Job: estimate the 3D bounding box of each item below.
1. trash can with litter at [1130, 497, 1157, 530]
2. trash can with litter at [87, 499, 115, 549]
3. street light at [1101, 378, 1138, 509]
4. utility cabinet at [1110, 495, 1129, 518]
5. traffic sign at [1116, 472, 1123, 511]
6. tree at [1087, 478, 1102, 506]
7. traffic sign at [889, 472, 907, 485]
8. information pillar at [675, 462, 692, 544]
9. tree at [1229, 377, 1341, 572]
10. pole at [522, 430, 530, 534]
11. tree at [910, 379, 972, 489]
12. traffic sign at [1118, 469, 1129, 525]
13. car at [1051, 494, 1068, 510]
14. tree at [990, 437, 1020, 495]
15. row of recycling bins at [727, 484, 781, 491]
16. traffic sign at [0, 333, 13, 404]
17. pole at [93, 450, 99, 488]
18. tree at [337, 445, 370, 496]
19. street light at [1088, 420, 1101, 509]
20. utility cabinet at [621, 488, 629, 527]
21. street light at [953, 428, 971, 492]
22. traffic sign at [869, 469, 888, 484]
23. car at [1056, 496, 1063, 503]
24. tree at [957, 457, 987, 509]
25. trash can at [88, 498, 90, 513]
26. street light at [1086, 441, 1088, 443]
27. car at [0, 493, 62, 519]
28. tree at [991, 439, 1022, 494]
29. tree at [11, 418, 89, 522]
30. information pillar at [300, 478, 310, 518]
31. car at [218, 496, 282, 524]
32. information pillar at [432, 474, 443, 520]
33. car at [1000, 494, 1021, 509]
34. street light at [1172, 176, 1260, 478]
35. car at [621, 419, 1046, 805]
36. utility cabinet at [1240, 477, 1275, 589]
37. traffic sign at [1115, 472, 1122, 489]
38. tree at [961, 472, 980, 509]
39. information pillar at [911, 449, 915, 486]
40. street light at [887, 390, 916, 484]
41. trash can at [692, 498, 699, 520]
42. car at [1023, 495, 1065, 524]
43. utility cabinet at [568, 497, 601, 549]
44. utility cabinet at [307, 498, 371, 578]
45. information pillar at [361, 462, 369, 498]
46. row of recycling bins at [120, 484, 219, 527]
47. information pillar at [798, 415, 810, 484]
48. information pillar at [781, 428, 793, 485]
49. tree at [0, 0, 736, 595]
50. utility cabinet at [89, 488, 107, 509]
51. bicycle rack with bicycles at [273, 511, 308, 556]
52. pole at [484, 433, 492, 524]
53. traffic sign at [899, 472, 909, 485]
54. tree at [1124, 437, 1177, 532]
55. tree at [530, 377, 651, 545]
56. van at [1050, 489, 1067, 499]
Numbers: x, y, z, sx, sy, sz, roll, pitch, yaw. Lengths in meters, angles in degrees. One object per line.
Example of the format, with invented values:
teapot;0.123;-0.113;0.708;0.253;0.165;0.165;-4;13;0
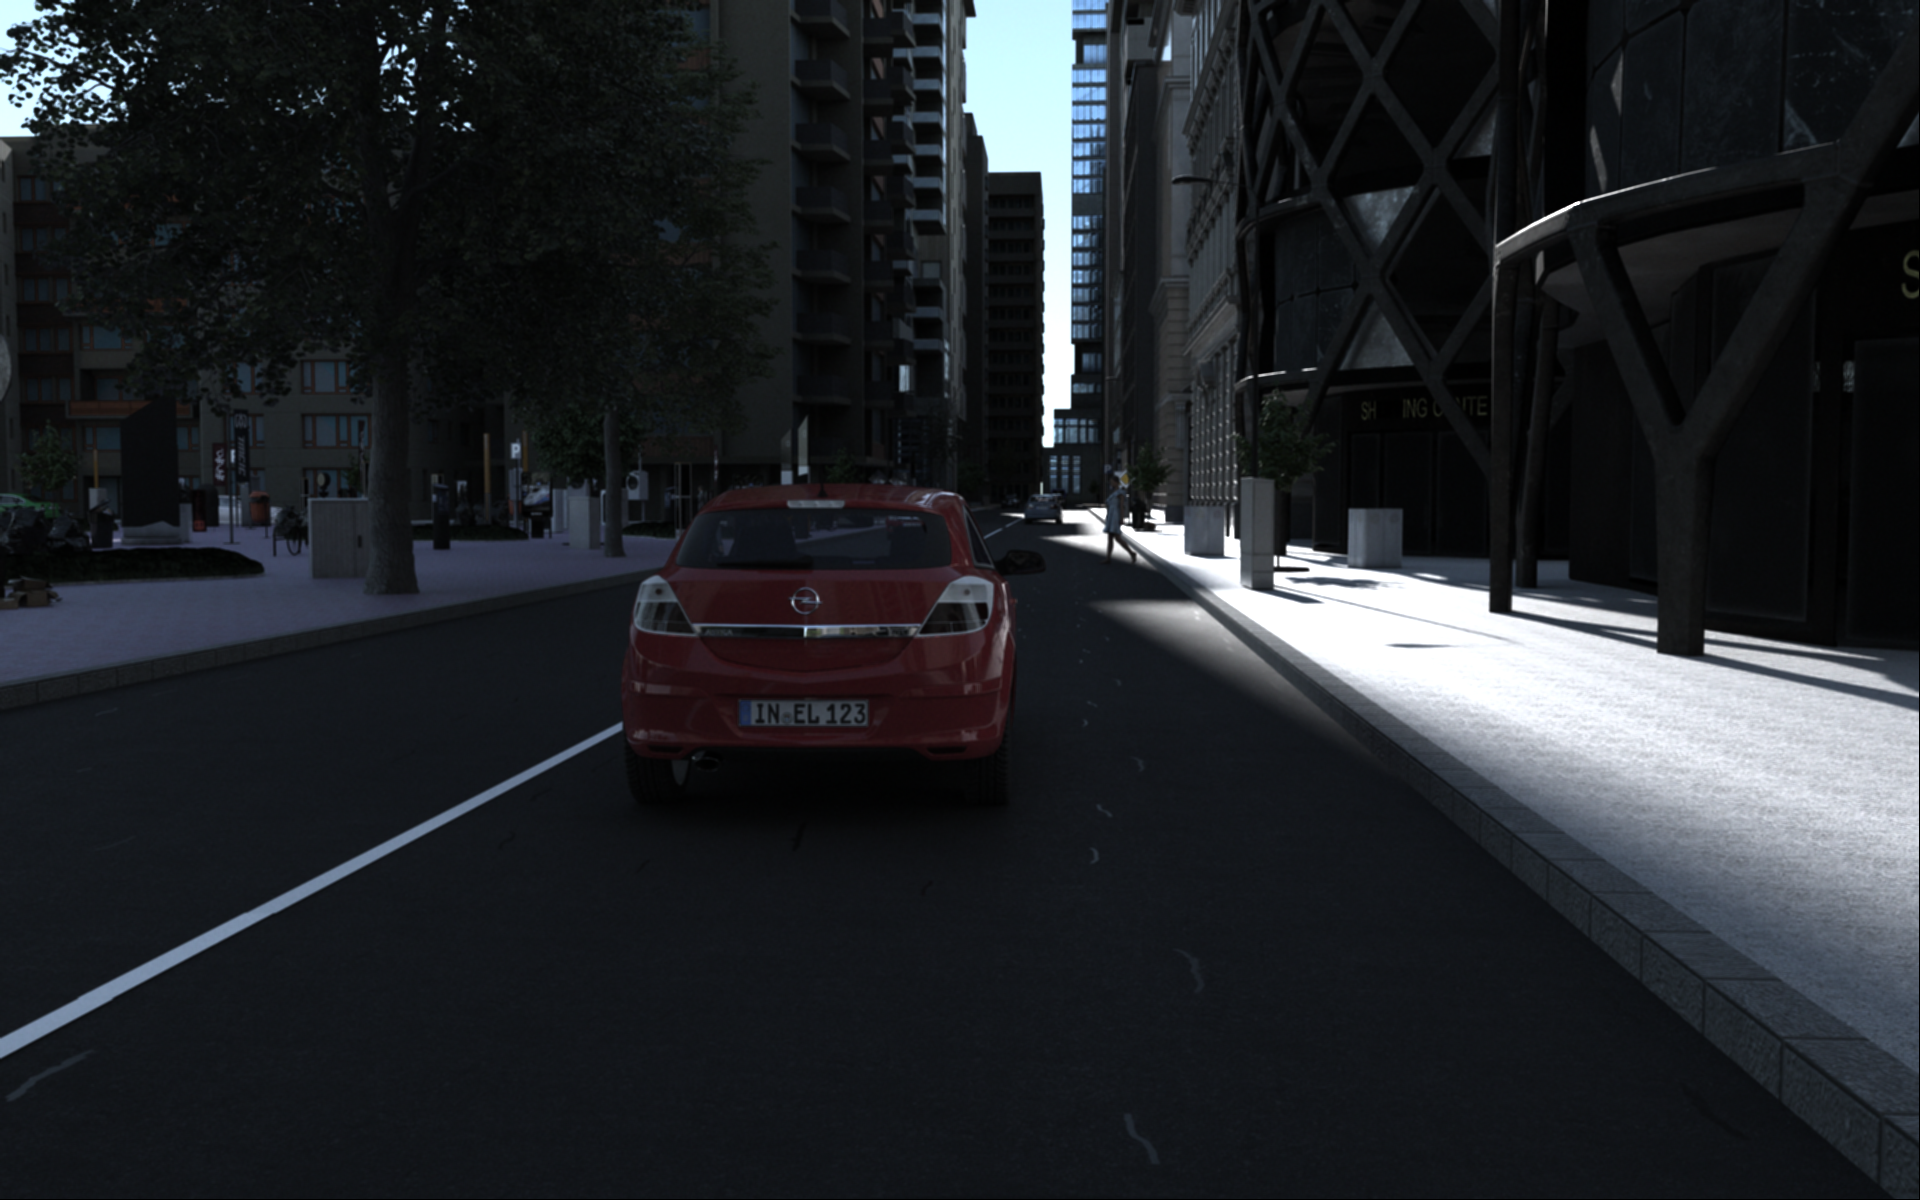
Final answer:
trash can with litter;6.630;-3.111;62.258;0.624;1.170;1.055;-3;5;-45
trash can with litter;-20.518;-1.801;40.838;1.055;1.170;0.624;-1;4;-17
street light;6.505;-5.911;69.181;1.470;5.913;1.316;0;4;4
utility cabinet;8.631;-5.034;93.475;1.020;1.237;0.306;-1;4;-16
traffic sign;7.129;-4.498;77.192;0.795;2.450;0.064;0;4;4
tree;14.867;-12.152;193.278;1.663;3.219;1.824;0;3;0
traffic sign;-2.794;-4.538;77.833;0.795;2.450;0.064;0;4;4
information pillar;-6.458;-2.199;40.448;0.304;2.012;0.304;-2;4;-30
tree;5.235;-2.104;29.000;1.663;3.219;1.824;0;3;0
pole;-13.855;-3.757;55.273;0.158;3.312;0.155;0;3;0
tree;-1.358;-9.837;111.204;4.360;8.622;3.978;0;3;0
traffic sign;6.629;-4.011;69.222;0.795;2.450;0.064;0;4;4
car;8.946;-9.188;160.010;2.009;1.686;4.222;0;4;3
tree;5.674;-16.513;220.346;4.737;8.622;4.395;0;3;0
row of recycling bins;-7.516;-3.695;67.529;3.534;1.692;1.069;-3;5;-45
traffic sign;-7.018;-0.738;12.177;0.768;2.556;0.104;0;4;7
pole;-39.645;-5.240;79.515;0.158;3.312;0.155;0;3;0
tree;-23.452;-4.513;68.389;1.663;3.219;1.824;0;3;0
street light;8.957;-8.339;108.882;1.470;5.913;1.316;0;4;4
utility cabinet;-12.378;-3.319;62.943;0.318;1.500;1.173;1;4;9
street light;0.058;-9.100;121.326;1.470;5.913;1.316;0;4;4
traffic sign;-3.294;-4.050;69.864;0.795;2.450;0.064;0;4;4
car;5.820;-6.325;115.780;2.083;1.381;4.827;0;4;4
tree;0.706;-10.263;151.506;4.285;4.588;4.351;0;3;0
trash can;-34.884;-3.571;70.032;0.748;1.137;0.748;0;3;0
street light;11.748;-10.985;152.140;1.470;5.913;1.316;0;4;4
car;-42.755;-4.199;77.448;4.718;1.807;1.959;0;4;3
tree;6.204;-16.914;226.903;4.360;8.622;3.978;0;3;0
tree;-23.266;-3.028;44.113;1.663;3.219;1.824;0;3;0
information pillar;-30.228;-4.616;79.958;0.304;2.012;0.304;-3;5;-41
car;-31.280;-3.821;74.836;4.827;1.381;2.083;0;4;4
information pillar;-19.520;-3.686;64.752;0.304;2.012;0.304;2;4;30
car;4.868;-9.643;167.447;2.009;1.686;4.222;0;4;3
street light;3.790;-3.233;25.400;1.470;5.913;1.316;0;4;4
car;-0.598;-0.028;9.492;2.155;1.783;4.494;0;4;2
utility cabinet;4.062;-0.914;23.626;0.318;1.500;1.173;0;4;2
traffic sign;7.271;-4.656;78.251;0.606;2.300;0.079;0;4;4
tree;1.000;-9.413;148.496;1.663;3.219;1.824;0;3;0
information pillar;-2.459;-6.107;91.200;0.183;3.616;0.504;-1;4;-22
street light;-2.679;-6.428;77.644;1.470;5.913;1.316;0;4;4
trash can;-10.532;-3.425;67.656;0.748;1.137;0.748;0;3;0
car;4.054;-4.401;83.961;2.014;1.417;4.499;0;4;5
utility cabinet;-8.785;-1.798;40.552;0.306;1.237;1.020;-3;5;-40
utility cabinet;-9.464;-0.947;26.646;1.020;1.237;0.306;-2;4;-32
information pillar;-13.363;-2.125;39.234;0.304;2.012;0.304;-2;4;-28
row of recycling bins;-30.899;-3.708;67.736;3.534;1.692;1.069;-1;4;-19
information pillar;-4.625;-3.679;51.505;0.183;3.616;0.504;-3;5;-41
information pillar;-6.134;-4.294;61.568;0.504;3.616;0.183;2;4;33
tree;-7.303;-7.062;22.123;9.857;13.997;8.962;0;3;0
utility cabinet;-32.524;-3.469;65.404;0.318;1.500;1.173;-1;4;-11
bicycle rack with bicycles;-13.221;-1.434;36.833;2.852;0.926;2.925;0;4;-4
pole;-15.919;-3.946;58.365;0.158;3.312;0.155;0;3;0
traffic sign;-2.680;-4.863;81.634;0.606;2.300;0.079;1;4;10
tree;6.251;-3.910;58.524;1.663;3.219;1.824;0;3;0
tree;-9.392;-3.677;43.837;4.285;4.588;4.351;0;3;0
van;12.370;-13.039;217.566;2.240;2.365;5.245;0;4;3
